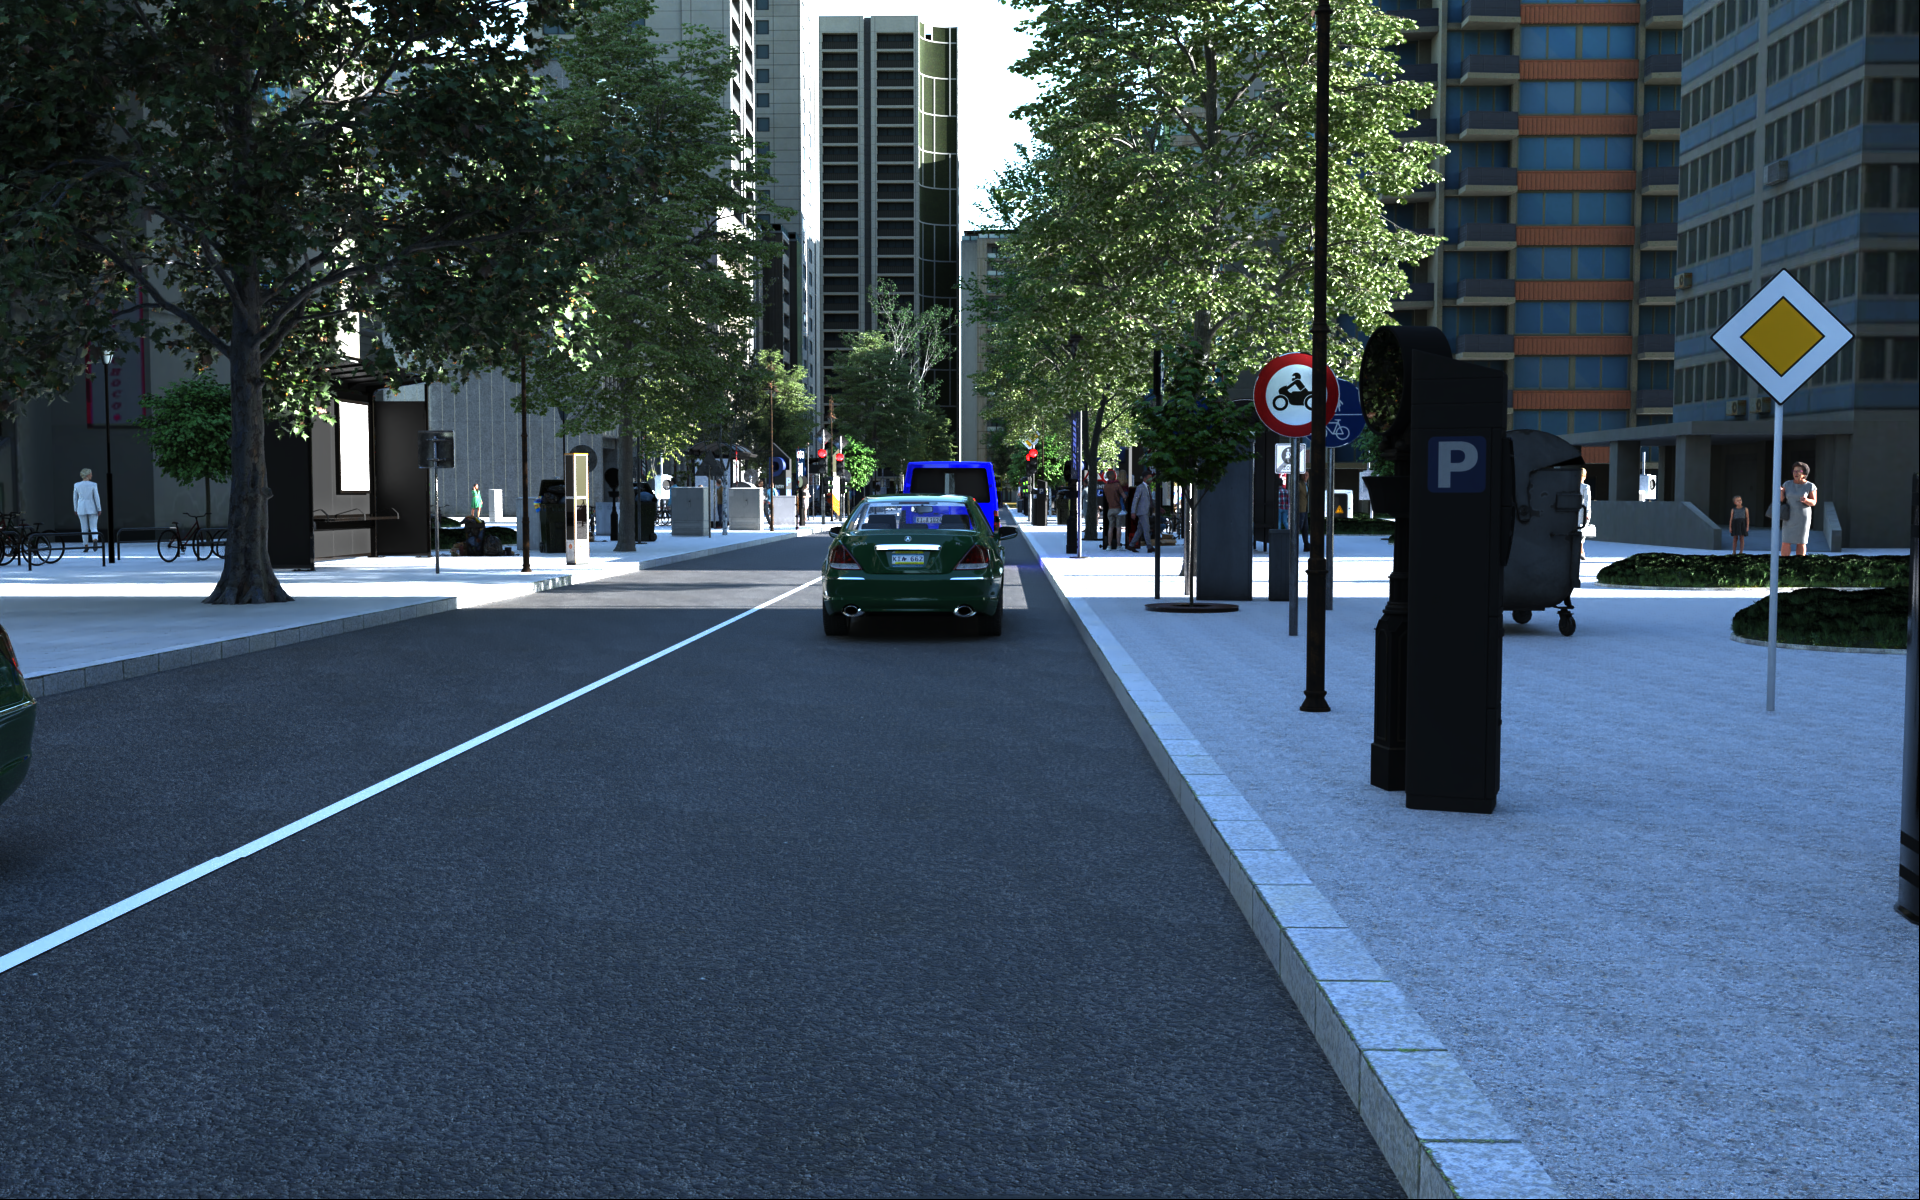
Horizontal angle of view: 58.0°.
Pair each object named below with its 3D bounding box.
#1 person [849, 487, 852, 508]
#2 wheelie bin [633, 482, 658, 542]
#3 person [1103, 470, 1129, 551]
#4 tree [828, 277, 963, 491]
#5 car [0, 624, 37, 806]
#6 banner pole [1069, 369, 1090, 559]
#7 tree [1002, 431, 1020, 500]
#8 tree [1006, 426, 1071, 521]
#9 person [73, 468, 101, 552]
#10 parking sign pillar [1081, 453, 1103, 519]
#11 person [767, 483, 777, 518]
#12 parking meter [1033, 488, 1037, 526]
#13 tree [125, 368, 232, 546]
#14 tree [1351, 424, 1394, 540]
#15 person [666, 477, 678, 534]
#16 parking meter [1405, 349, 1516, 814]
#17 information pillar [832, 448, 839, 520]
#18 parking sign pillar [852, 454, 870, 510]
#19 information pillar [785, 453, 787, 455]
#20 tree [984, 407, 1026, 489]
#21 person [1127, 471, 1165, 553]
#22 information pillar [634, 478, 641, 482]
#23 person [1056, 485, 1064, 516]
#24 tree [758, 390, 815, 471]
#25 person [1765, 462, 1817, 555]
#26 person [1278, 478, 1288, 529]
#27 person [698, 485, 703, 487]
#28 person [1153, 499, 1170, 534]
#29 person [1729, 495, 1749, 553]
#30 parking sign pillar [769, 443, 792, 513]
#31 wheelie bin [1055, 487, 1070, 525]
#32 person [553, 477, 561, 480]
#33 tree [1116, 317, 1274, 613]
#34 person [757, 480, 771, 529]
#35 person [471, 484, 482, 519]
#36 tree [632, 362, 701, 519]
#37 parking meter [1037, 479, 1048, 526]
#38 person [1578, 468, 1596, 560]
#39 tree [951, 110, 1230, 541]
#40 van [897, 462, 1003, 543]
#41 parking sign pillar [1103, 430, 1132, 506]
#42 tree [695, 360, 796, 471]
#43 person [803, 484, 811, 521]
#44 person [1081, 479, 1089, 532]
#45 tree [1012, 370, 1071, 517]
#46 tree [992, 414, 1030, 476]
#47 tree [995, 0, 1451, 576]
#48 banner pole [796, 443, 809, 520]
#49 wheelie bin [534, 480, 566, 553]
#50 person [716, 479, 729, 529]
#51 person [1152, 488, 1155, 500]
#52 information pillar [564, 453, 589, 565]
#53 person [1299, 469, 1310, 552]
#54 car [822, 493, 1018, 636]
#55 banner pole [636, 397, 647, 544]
[{"bbox_3d":[-7.812,-7.289,125.076,0.748,1.841,0.638,-1,4,-12],"label":"person"},{"bbox_3d":[-8.617,-2.382,46.853,0.980,1.594,0.693,3,5,41],"label":"wheelie bin"},{"bbox_3d":[3.550,-2.022,39.071,0.580,1.828,0.573,-1,4,-9],"label":"person"},{"bbox_3d":[-6.544,-18.241,154.125,12.611,20.169,13.585,0,3,0],"label":"tree"},{"bbox_3d":[-4.491,0.440,4.601,2.131,1.459,4.920,0,4,2],"label":"car"},{"bbox_3d":[2.336,-2.731,34.670,0.401,3.779,0.863,-1,4,-12],"label":"banner pole"},{"bbox_3d":[5.956,-13.671,173.890,4.360,8.622,3.978,0,3,0],"label":"tree"},{"bbox_3d":[4.009,-6.134,84.007,4.285,4.588,4.351,0,3,0],"label":"tree"},{"bbox_3d":[-19.067,-1.954,37.863,0.514,1.842,0.818,-2,4,-33],"label":"person"},{"bbox_3d":[7.222,-6.136,88.795,1.447,3.967,1.447,1,4,19],"label":"parking sign pillar"},{"bbox_3d":[-9.255,-4.831,84.890,0.638,1.841,0.748,3,5,43],"label":"person"},{"bbox_3d":[3.143,-3.777,70.157,0.372,1.533,0.369,0,3,0],"label":"parking meter"},{"bbox_3d":[-18.861,-3.634,43.123,4.285,4.588,4.351,0,3,0],"label":"tree"},{"bbox_3d":[12.458,-3.960,48.453,4.285,4.588,4.351,0,3,0],"label":"tree"},{"bbox_3d":[-9.113,-3.033,55.648,0.620,1.820,0.660,1,4,19],"label":"person"},{"bbox_3d":[2.039,-0.082,7.047,0.399,1.863,0.255,1,4,21],"label":"parking meter"},{"bbox_3d":[-6.183,-5.811,86.357,0.183,3.616,0.504,3,5,41],"label":"information pillar"},{"bbox_3d":[-6.576,-7.714,114.600,1.447,3.967,1.447,3,5,41],"label":"parking sign pillar"},{"bbox_3d":[-10.083,-6.617,99.545,0.183,3.616,0.504,-2,4,-29],"label":"information pillar"},{"bbox_3d":[7.769,-18.577,220.741,9.611,12.733,9.660,0,3,0],"label":"tree"},{"bbox_3d":[4.027,-1.932,37.913,0.850,1.792,0.678,2,4,31],"label":"person"},{"bbox_3d":[-13.613,-4.214,73.396,0.304,2.012,0.304,3,4,38],"label":"information pillar"},{"bbox_3d":[5.687,-5.481,95.641,0.713,1.824,0.794,-2,4,-28],"label":"person"},{"bbox_3d":[-12.348,-10.381,120.099,4.737,8.622,4.395,0,3,0],"label":"tree"},{"bbox_3d":[12.863,-1.252,26.869,0.716,1.782,0.532,3,5,39],"label":"person"},{"bbox_3d":[8.698,-2.447,46.897,0.563,1.720,0.643,-2,4,-24],"label":"person"},{"bbox_3d":[-9.079,-3.227,60.616,0.330,1.601,0.589,3,5,44],"label":"person"},{"bbox_3d":[5.505,-2.245,48.246,0.738,1.151,1.012,3,4,39],"label":"person"},{"bbox_3d":[15.912,-1.508,35.368,0.362,1.253,0.373,3,4,36],"label":"person"},{"bbox_3d":[-9.388,-6.234,90.396,1.447,3.967,1.447,3,5,41],"label":"parking sign pillar"},{"bbox_3d":[4.440,-3.962,72.688,0.980,1.594,0.693,2,4,31],"label":"wheelie bin"},{"bbox_3d":[-11.183,-2.547,48.166,0.782,1.767,0.515,1,4,13],"label":"person"},{"bbox_3d":[2.499,-1.504,19.194,1.663,3.219,1.824,0,3,0],"label":"tree"},{"bbox_3d":[-7.090,-3.440,62.557,0.573,1.790,0.520,3,5,42],"label":"person"},{"bbox_3d":[-24.380,-4.950,87.224,0.529,1.795,0.600,2,4,33],"label":"person"},{"bbox_3d":[-15.600,-8.550,90.151,4.737,8.622,4.395,0,3,0],"label":"tree"},{"bbox_3d":[3.303,-3.885,69.233,0.399,1.863,0.255,1,4,21],"label":"parking meter"},{"bbox_3d":[11.890,-1.647,33.326,0.624,1.780,0.694,-1,4,-14],"label":"person"},{"bbox_3d":[3.613,-7.440,47.405,9.928,11.665,9.643,0,3,0],"label":"tree"},{"bbox_3d":[-0.207,-1.866,34.896,2.240,2.365,5.245,0,4,0],"label":"van"},{"bbox_3d":[6.811,-5.069,71.343,1.447,3.967,1.447,1,4,11],"label":"parking sign pillar"},{"bbox_3d":[-14.067,-10.909,112.776,7.601,10.594,8.767,0,4,4],"label":"tree"},{"bbox_3d":[-7.244,-4.601,81.604,0.374,1.781,0.599,2,4,25],"label":"person"},{"bbox_3d":[4.282,-3.206,58.642,0.466,1.800,0.511,2,4,35],"label":"person"},{"bbox_3d":[4.970,-9.011,97.693,4.737,8.622,4.395,0,3,0],"label":"tree"},{"bbox_3d":[6.998,-15.662,190.490,7.601,10.594,8.767,0,4,3],"label":"tree"},{"bbox_3d":[4.055,-6.657,26.972,7.486,12.596,7.792,0,3,0],"label":"tree"},{"bbox_3d":[-7.587,-5.751,84.048,0.863,3.779,0.401,-2,4,-30],"label":"banner pole"},{"bbox_3d":[-8.781,-1.830,37.825,0.980,1.594,0.693,-2,4,-28],"label":"wheelie bin"},{"bbox_3d":[-8.876,-3.574,64.396,0.656,1.842,0.836,3,5,40],"label":"person"},{"bbox_3d":[14.983,-7.799,133.911,0.694,1.780,0.624,-1,4,-13],"label":"person"},{"bbox_3d":[-6.928,-1.640,31.313,0.304,2.012,0.304,3,5,43],"label":"information pillar"},{"bbox_3d":[7.533,-1.985,38.412,0.836,1.842,0.656,0,4,2],"label":"person"},{"bbox_3d":[-0.433,-0.438,18.954,2.131,1.459,4.920,0,4,2],"label":"car"},{"bbox_3d":[-8.207,-3.343,44.668,0.401,3.779,0.863,1,4,10],"label":"banner pole"}]
